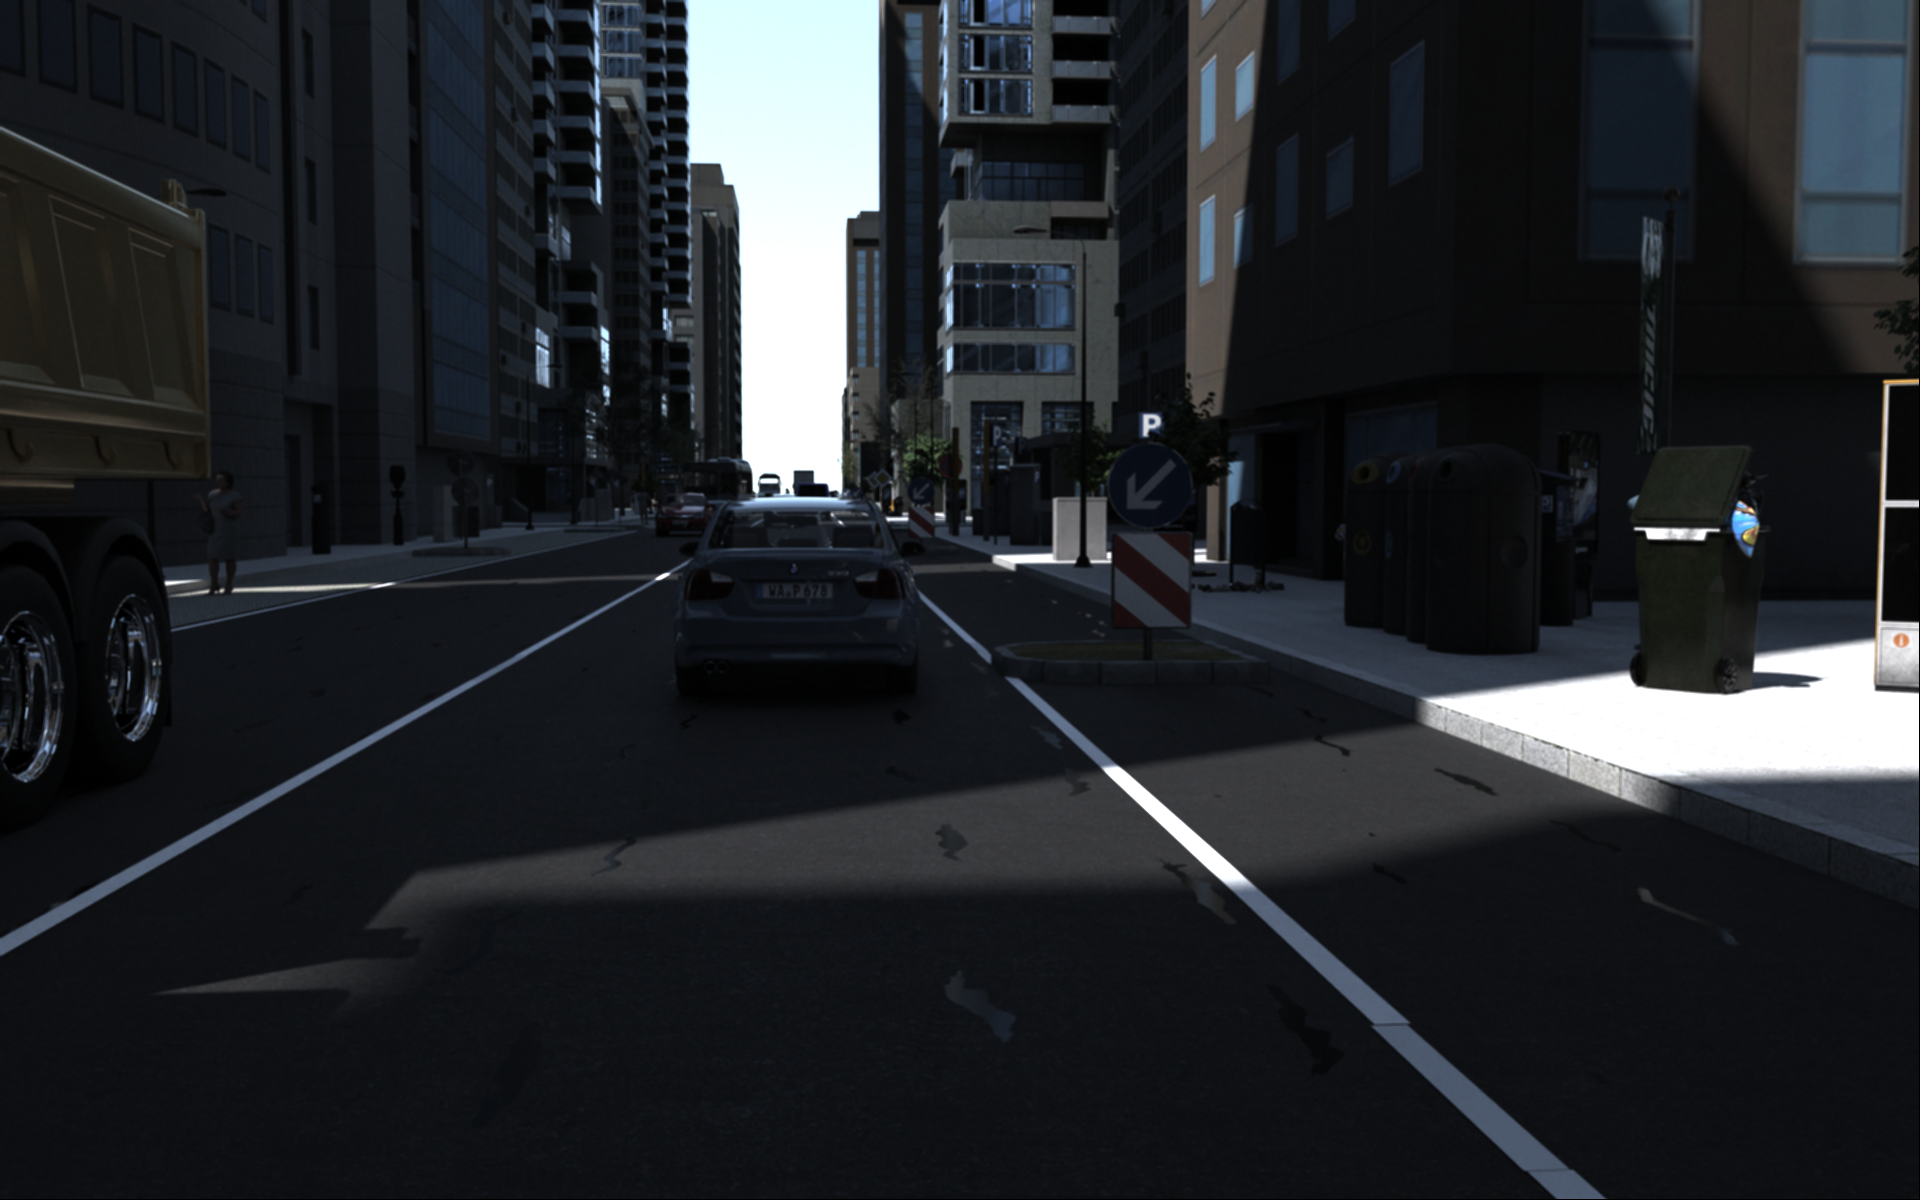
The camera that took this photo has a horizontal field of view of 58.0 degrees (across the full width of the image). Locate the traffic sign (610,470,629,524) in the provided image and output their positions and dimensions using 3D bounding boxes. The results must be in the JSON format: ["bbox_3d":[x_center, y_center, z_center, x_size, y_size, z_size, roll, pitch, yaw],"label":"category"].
[{"bbox_3d":[-14.400,-4.259,73.280,0.795,2.450,0.064,0,4,-5],"label":"traffic sign"}]

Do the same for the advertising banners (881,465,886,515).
[{"bbox_3d":[-4.636,-6.665,105.167,0.090,3.025,2.074,0,4,4],"label":"advertising banners"}]

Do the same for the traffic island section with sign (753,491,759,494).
[{"bbox_3d":[-32.600,-16.722,282.036,1.989,1.847,2.006,0,4,-5],"label":"traffic island section with sign"}]

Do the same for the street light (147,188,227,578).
[{"bbox_3d":[-11.817,-3.292,26.366,1.470,5.913,1.316,0,4,-5],"label":"street light"}]

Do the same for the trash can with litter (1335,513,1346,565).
[{"bbox_3d":[4.402,-0.465,18.993,0.624,1.170,1.055,1,4,9],"label":"trash can with litter"}]

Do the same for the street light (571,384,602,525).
[{"bbox_3d":[-15.770,-6.143,72.979,1.470,5.913,1.316,0,4,-5],"label":"street light"}]

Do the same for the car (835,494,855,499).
[{"bbox_3d":[-9.070,-7.765,135.746,1.959,1.807,4.718,0,4,-6],"label":"car"}]

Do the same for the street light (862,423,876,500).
[{"bbox_3d":[-5.504,-8.609,113.297,1.470,5.913,1.316,0,4,-5],"label":"street light"}]

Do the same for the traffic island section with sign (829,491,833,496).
[{"bbox_3d":[-8.213,-7.014,123.313,1.989,1.847,2.006,0,4,-5],"label":"traffic island section with sign"}]

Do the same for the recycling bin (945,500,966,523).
[{"bbox_3d":[-0.195,-3.938,76.932,0.722,1.027,0.722,1,4,23],"label":"recycling bin"}]

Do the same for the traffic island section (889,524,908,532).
[{"bbox_3d":[-2.929,-2.693,66.316,2.009,0.180,2.903,0,4,-5],"label":"traffic island section"}]

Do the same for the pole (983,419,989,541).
[{"bbox_3d":[0.718,-3.274,47.368,0.158,3.312,0.155,0,3,0],"label":"pole"}]

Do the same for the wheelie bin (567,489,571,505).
[{"bbox_3d":[-22.601,-5.731,101.613,0.980,1.594,0.693,-2,4,-27],"label":"wheelie bin"}]

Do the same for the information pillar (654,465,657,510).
[{"bbox_3d":[-24.685,-9.103,140.193,0.183,3.616,0.504,-1,4,-15],"label":"information pillar"}]

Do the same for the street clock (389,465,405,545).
[{"bbox_3d":[-14.085,-2.375,43.396,0.358,2.002,0.471,-3,5,-40],"label":"street clock"}]

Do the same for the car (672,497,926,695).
[{"bbox_3d":[-1.252,-0.104,13.707,2.014,1.417,4.499,0,4,-4],"label":"car"}]

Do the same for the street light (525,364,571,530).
[{"bbox_3d":[-14.872,-5.467,61.922,1.470,5.913,1.316,0,4,-5],"label":"street light"}]

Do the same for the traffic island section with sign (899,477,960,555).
[{"bbox_3d":[-1.081,-2.004,41.392,1.989,1.847,2.006,0,4,-5],"label":"traffic island section with sign"}]

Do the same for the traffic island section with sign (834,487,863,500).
[{"bbox_3d":[-5.878,-5.372,96.458,1.989,1.847,2.006,0,4,-5],"label":"traffic island section with sign"}]

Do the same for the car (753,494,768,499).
[{"bbox_3d":[-20.125,-10.042,172.990,1.959,1.807,4.718,0,4,-6],"label":"car"}]

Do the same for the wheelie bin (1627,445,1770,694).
[{"bbox_3d":[4.859,-0.215,11.430,0.693,1.594,0.980,-3,4,-38],"label":"wheelie bin"}]

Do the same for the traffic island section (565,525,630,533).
[{"bbox_3d":[-13.730,-2.636,65.384,2.009,0.180,2.903,0,4,-5],"label":"traffic island section"}]

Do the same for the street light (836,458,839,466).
[{"bbox_3d":[-16.209,-16.119,236.090,1.470,5.913,1.316,0,4,-5],"label":"street light"}]

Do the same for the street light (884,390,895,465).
[{"bbox_3d":[-2.523,-6.421,77.517,1.470,5.913,1.316,0,4,-5],"label":"street light"}]

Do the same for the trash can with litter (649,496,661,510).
[{"bbox_3d":[-24.843,-8.009,142.005,2.233,1.210,1.678,1,4,22],"label":"trash can with litter"}]

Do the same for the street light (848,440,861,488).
[{"bbox_3d":[-9.151,-11.070,153.537,1.470,5.913,1.316,0,4,-5],"label":"street light"}]

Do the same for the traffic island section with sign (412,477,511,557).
[{"bbox_3d":[-11.566,-1.943,40.391,1.989,1.847,2.006,0,4,-5],"label":"traffic island section with sign"}]

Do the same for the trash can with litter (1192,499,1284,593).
[{"bbox_3d":[3.450,-0.738,23.123,2.233,1.210,1.678,-1,4,-23],"label":"trash can with litter"}]

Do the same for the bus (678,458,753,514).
[{"bbox_3d":[-12.110,-5.649,87.223,2.948,3.499,13.247,0,4,-3],"label":"bus"}]

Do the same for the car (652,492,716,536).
[{"bbox_3d":[-9.554,-3.128,60.183,2.155,1.783,4.494,0,4,-5],"label":"car"}]

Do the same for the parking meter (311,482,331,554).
[{"bbox_3d":[-13.645,-1.747,36.969,0.372,1.533,0.369,0,3,0],"label":"parking meter"}]

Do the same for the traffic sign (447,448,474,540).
[{"bbox_3d":[-13.936,-2.949,48.326,0.768,2.556,0.104,0,4,-1],"label":"traffic sign"}]

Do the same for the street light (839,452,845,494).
[{"bbox_3d":[-12.156,-13.245,189.097,1.470,5.913,1.316,0,4,-5],"label":"street light"}]

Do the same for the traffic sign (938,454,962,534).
[{"bbox_3d":[-0.308,-3.377,55.321,0.768,2.556,0.104,0,4,-2],"label":"traffic sign"}]

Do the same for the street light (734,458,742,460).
[{"bbox_3d":[-29.756,-15.876,232.116,1.470,5.913,1.316,0,4,-5],"label":"street light"}]

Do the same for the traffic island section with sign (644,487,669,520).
[{"bbox_3d":[-16.385,-5.325,95.683,1.989,1.847,2.006,0,4,-5],"label":"traffic island section with sign"}]

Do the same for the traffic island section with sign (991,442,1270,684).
[{"bbox_3d":[1.286,-0.330,14.029,1.989,1.847,2.006,0,4,-5],"label":"traffic island section with sign"}]

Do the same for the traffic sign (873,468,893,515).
[{"bbox_3d":[-2.952,-3.828,66.237,0.795,2.450,0.064,0,4,-5],"label":"traffic sign"}]

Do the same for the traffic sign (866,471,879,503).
[{"bbox_3d":[-3.644,-4.315,74.192,0.795,2.450,0.064,0,4,-5],"label":"traffic sign"}]

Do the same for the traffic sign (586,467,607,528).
[{"bbox_3d":[-13.708,-3.773,65.325,0.795,2.450,0.064,0,4,-5],"label":"traffic sign"}]

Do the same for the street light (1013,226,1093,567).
[{"bbox_3d":[1.623,-3.527,30.216,1.470,5.913,1.316,0,4,-5],"label":"street light"}]

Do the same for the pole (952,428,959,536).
[{"bbox_3d":[-0.138,-3.627,53.143,0.158,3.312,0.155,0,3,0],"label":"pole"}]

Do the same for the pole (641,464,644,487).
[{"bbox_3d":[-21.612,-7.599,118.090,0.158,3.312,0.155,0,3,0],"label":"pole"}]

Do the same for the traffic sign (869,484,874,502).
[{"bbox_3d":[-6.047,-7.421,121.444,0.768,2.556,0.104,0,4,-3],"label":"traffic sign"}]

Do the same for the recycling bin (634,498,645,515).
[{"bbox_3d":[-20.024,-5.857,108.319,0.722,1.027,0.722,-1,4,-15],"label":"recycling bin"}]

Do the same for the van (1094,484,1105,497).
[{"bbox_3d":[7.593,-3.976,72.011,4.112,2.044,2.013,0,4,-5],"label":"van"}]

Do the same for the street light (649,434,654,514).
[{"bbox_3d":[-18.998,-8.374,109.450,1.470,5.913,1.316,0,4,-5],"label":"street light"}]

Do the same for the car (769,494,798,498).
[{"bbox_3d":[-7.665,-4.034,75.747,2.009,1.686,4.222,0,4,-4],"label":"car"}]

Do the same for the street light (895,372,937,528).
[{"bbox_3d":[-1.606,-5.724,66.123,1.470,5.913,1.316,0,4,-5],"label":"street light"}]

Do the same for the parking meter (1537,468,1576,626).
[{"bbox_3d":[5.809,-0.521,16.925,0.372,1.533,0.369,0,3,0],"label":"parking meter"}]

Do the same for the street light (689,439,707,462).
[{"bbox_3d":[-22.494,-10.807,149.241,1.470,5.913,1.316,0,4,-5],"label":"street light"}]

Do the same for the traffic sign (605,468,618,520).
[{"bbox_3d":[-17.192,-5.235,85.700,0.768,2.556,0.104,0,4,-3],"label":"traffic sign"}]

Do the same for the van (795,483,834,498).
[{"bbox_3d":[-8.216,-5.681,97.275,2.240,2.365,5.245,0,4,-4],"label":"van"}]

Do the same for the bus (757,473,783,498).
[{"bbox_3d":[-22.425,-12.984,203.833,2.896,3.916,12.252,0,4,-7],"label":"bus"}]

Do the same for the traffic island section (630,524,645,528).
[{"bbox_3d":[-14.423,-3.123,73.340,2.009,0.180,2.903,0,4,-5],"label":"traffic island section"}]

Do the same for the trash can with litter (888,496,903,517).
[{"bbox_3d":[-3.671,-5.282,97.749,0.624,1.170,1.055,-3,5,-42],"label":"trash can with litter"}]

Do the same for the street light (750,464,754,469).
[{"bbox_3d":[-32.749,-18.062,267.853,1.470,5.913,1.316,0,4,-5],"label":"street light"}]
